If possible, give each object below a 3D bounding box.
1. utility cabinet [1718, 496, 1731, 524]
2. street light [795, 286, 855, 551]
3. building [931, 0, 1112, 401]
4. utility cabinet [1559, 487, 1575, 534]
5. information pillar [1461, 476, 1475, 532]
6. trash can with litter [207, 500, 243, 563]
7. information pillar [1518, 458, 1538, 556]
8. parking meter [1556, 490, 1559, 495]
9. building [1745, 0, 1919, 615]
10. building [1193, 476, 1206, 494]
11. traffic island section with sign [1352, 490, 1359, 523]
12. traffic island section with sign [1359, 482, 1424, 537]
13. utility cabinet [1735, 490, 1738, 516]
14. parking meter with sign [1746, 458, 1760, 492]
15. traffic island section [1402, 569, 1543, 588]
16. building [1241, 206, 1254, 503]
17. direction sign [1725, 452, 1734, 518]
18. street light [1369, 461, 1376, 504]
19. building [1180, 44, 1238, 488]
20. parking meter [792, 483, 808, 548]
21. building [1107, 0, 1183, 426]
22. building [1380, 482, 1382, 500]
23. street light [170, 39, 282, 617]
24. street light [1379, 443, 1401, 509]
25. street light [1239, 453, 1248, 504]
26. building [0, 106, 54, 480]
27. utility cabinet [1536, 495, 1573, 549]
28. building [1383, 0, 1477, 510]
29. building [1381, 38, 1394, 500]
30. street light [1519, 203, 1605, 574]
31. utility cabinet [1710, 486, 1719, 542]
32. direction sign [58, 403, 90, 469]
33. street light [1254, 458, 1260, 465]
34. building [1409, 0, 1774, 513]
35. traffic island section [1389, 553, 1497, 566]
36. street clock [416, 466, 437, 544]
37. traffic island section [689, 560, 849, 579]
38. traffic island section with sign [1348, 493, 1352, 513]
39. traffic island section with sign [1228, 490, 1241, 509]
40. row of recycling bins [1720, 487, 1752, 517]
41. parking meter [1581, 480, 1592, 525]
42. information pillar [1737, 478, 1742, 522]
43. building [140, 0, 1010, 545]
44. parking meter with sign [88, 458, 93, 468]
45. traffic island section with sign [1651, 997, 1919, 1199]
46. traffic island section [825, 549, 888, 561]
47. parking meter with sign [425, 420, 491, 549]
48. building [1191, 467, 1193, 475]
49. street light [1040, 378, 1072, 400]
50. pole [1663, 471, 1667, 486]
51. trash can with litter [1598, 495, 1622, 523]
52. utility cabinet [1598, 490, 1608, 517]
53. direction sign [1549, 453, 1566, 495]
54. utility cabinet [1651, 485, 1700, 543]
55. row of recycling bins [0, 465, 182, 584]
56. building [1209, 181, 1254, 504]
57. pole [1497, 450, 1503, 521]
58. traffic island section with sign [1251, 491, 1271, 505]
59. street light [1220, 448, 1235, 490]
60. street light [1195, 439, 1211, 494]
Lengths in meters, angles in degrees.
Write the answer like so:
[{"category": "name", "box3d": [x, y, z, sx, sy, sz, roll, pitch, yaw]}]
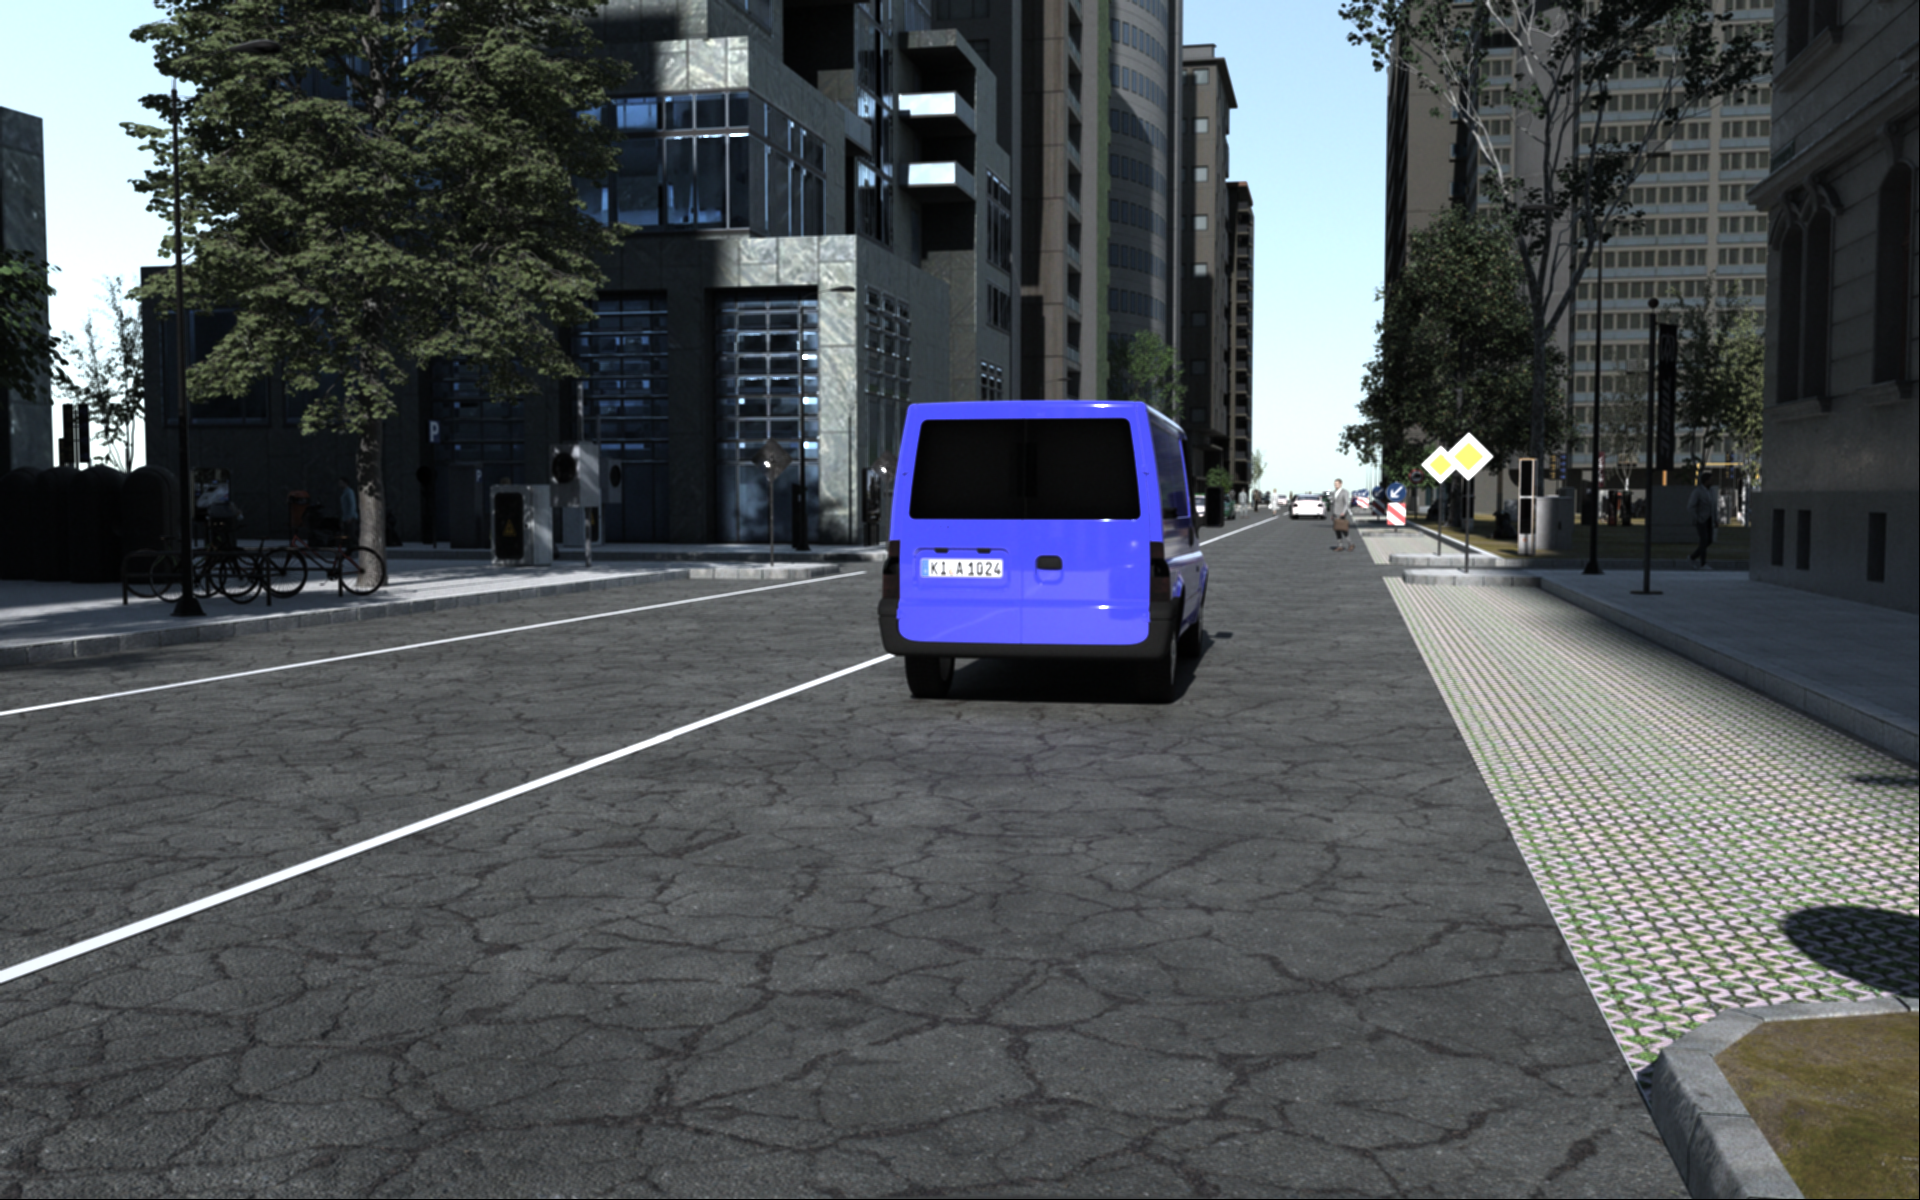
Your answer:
[{"category": "utility cabinet", "box3d": [32.512, -3.864, 74.342, 1.020, 1.237, 0.306, 2, 4, 31]}, {"category": "street light", "box3d": [-3.025, -4.061, 38.941, 1.470, 5.913, 1.316, 1, 4, 12]}, {"category": "building", "box3d": [-0.150, -24.775, 88.669, 14.154, 41.232, 14.086, 1, 4, 12]}, {"category": "utility cabinet", "box3d": [19.427, -2.865, 55.519, 0.318, 1.500, 1.173, 1, 4, 9]}, {"category": "information pillar", "box3d": [17.372, -3.348, 59.237, 0.304, 2.012, 0.304, -3, 5, -40]}, {"category": "trash can with litter", "box3d": [-13.779, -1.291, 32.497, 0.624, 1.170, 1.055, -1, 4, -22]}, {"category": "information pillar", "box3d": [11.773, -1.923, 35.929, 0.304, 2.012, 0.304, 2, 4, 31]}, {"category": "parking meter", "box3d": [34.204, -5.533, 98.877, 0.372, 1.533, 0.369, 0, 3, 0]}, {"category": "building", "box3d": [15.534, -13.796, 12.961, 14.401, 28.519, 23.554, 1, 4, 12]}, {"category": "building", "box3d": [8.386, -29.542, 174.900, 32.217, 40.220, 23.993, 1, 4, 12]}, {"category": "traffic island section with sign", "box3d": [20.357, -4.655, 84.743, 1.989, 1.847, 2.006, 1, 4, 12]}, {"category": "traffic island section with sign", "box3d": [14.541, -3.036, 58.262, 1.989, 1.847, 2.006, 1, 4, 12]}, {"category": "utility cabinet", "box3d": [44.387, -5.454, 97.857, 1.173, 1.500, 0.318, -1, 4, -17]}, {"category": "parking meter with sign", "box3d": [39.207, -5.415, 84.800, 1.738, 3.016, 0.543, -2, 4, -26]}, {"category": "traffic island section", "box3d": [8.260, -0.361, 28.175, 2.009, 0.180, 2.903, 1, 4, 12]}, {"category": "building", "box3d": [36.403, -37.221, 258.677, 14.600, 45.320, 14.200, 1, 4, 12]}, {"category": "direction sign", "box3d": [41.300, -6.179, 93.024, 0.876, 3.537, 0.379, -3, 5, -41]}, {"category": "street light", "box3d": [36.922, -10.970, 151.899, 1.470, 5.913, 1.316, 1, 4, 12]}, {"category": "building", "box3d": [18.392, -38.015, 210.778, 28.713, 52.752, 27.495, 1, 4, 12]}, {"category": "parking meter", "box3d": [-3.814, -2.007, 41.230, 0.372, 1.533, 0.369, 0, 3, 0]}, {"category": "building", "box3d": [4.551, -35.807, 127.448, 21.231, 58.520, 28.212, 1, 4, 12]}, {"category": "building", "box3d": [77.077, -34.039, 248.420, 32.217, 40.220, 23.993, 1, 4, 12]}, {"category": "street light", "box3d": [-7.617, -2.779, 17.978, 1.470, 5.913, 1.316, 1, 4, 12]}, {"category": "street light", "box3d": [30.363, -9.117, 121.600, 1.470, 5.913, 1.316, 1, 4, 12]}, {"category": "street light", "box3d": [31.259, -13.580, 194.571, 1.470, 5.913, 1.316, 1, 4, 12]}, {"category": "building", "box3d": [-33.222, -43.255, 19.892, 31.000, 86.520, 22.319, 1, 4, 12]}, {"category": "utility cabinet", "box3d": [13.689, -1.778, 40.229, 1.020, 1.237, 0.306, -1, 4, -9]}, {"category": "building", "box3d": [52.796, -33.331, 168.658, 21.300, 48.544, 21.600, 1, 4, 12]}, {"category": "building", "box3d": [65.631, -41.694, 223.694, 21.231, 58.520, 28.212, 1, 4, 12]}, {"category": "street light", "box3d": [9.639, -3.377, 27.748, 1.470, 5.913, 1.316, 1, 4, 12]}, {"category": "utility cabinet", "box3d": [19.343, -2.247, 45.409, 1.173, 1.500, 0.318, -2, 4, -28]}, {"category": "direction sign", "box3d": [-22.133, -3.146, 43.439, 0.876, 3.537, 0.379, 1, 4, 23]}, {"category": "street light", "box3d": [37.832, -15.440, 224.987, 1.470, 5.913, 1.316, 1, 4, 12]}, {"category": "building", "box3d": [48.934, -26.334, 122.448, 32.217, 40.220, 23.993, 1, 4, 12]}, {"category": "traffic island section", "box3d": [9.973, -0.838, 35.975, 2.009, 0.180, 2.903, 1, 4, 12]}, {"category": "street clock", "box3d": [-13.604, -2.426, 44.230, 0.471, 2.002, 0.358, 1, 4, 17]}, {"category": "traffic island section", "box3d": [-3.354, -0.516, 30.722, 2.009, 0.180, 2.903, 1, 4, 12]}, {"category": "traffic island section with sign", "box3d": [31.136, -7.654, 133.778, 1.989, 1.847, 2.006, 1, 4, 12]}, {"category": "traffic island section with sign", "box3d": [25.519, -9.391, 162.174, 1.989, 1.847, 2.006, 1, 4, 12]}, {"category": "row of recycling bins", "box3d": [43.772, -5.399, 95.382, 3.534, 1.692, 1.069, 2, 4, 26]}, {"category": "parking meter", "box3d": [25.750, -4.001, 71.128, 0.399, 1.863, 0.255, -1, 4, -15]}, {"category": "information pillar", "box3d": [36.168, -4.631, 80.205, 0.304, 2.012, 0.304, 2, 4, 25]}, {"category": "building", "box3d": [-10.152, -45.602, 58.265, 22.319, 86.520, 31.000, 1, 4, 12]}, {"category": "parking meter with sign", "box3d": [-41.610, -5.410, 84.720, 1.738, 3.016, 0.543, -1, 4, -14]}, {"category": "traffic island section with sign", "box3d": [2.478, 0.324, 3.324, 1.989, 1.847, 2.006, 1, 4, 12]}, {"category": "traffic island section", "box3d": [-1.641, -0.993, 38.521, 2.009, 0.180, 2.903, 1, 4, 12]}, {"category": "parking meter with sign", "box3d": [-11.604, -2.717, 40.682, 1.738, 3.016, 0.543, 1, 4, 12]}, {"category": "building", "box3d": [9.841, -43.584, 150.848, 20.563, 71.187, 20.611, 1, 4, 12]}, {"category": "street light", "box3d": [3.778, -5.927, 69.449, 1.470, 5.913, 1.316, 1, 4, 12]}, {"category": "pole", "box3d": [39.437, -6.306, 96.951, 0.158, 3.312, 0.155, 0, 3, 0]}, {"category": "trash can with litter", "box3d": [29.424, -4.119, 78.404, 1.678, 1.210, 2.233, 0, 4, -5]}, {"category": "utility cabinet", "box3d": [35.016, -5.219, 94.002, 1.173, 1.500, 0.318, -1, 4, -20]}, {"category": "direction sign", "box3d": [33.231, -6.382, 96.349, 0.876, 3.537, 0.379, 2, 4, 29]}, {"category": "utility cabinet", "box3d": [18.475, -2.209, 44.794, 1.173, 1.500, 0.318, 1, 4, 18]}, {"category": "row of recycling bins", "box3d": [-12.836, -1.124, 25.492, 3.534, 1.692, 1.069, 2, 4, 27]}, {"category": "building", "box3d": [28.662, -35.704, 238.384, 22.147, 44.769, 28.867, 1, 4, 12]}, {"category": "pole", "box3d": [22.637, -4.818, 72.616, 0.158, 3.312, 0.155, 0, 3, 0]}, {"category": "traffic island section with sign", "box3d": [37.541, -12.738, 216.892, 1.989, 1.847, 2.006, 1, 4, 12]}, {"category": "street light", "box3d": [26.923, -12.402, 175.310, 1.470, 5.913, 1.316, 1, 4, 12]}, {"category": "street light", "box3d": [20.271, -10.550, 145.031, 1.470, 5.913, 1.316, 1, 4, 12]}]
